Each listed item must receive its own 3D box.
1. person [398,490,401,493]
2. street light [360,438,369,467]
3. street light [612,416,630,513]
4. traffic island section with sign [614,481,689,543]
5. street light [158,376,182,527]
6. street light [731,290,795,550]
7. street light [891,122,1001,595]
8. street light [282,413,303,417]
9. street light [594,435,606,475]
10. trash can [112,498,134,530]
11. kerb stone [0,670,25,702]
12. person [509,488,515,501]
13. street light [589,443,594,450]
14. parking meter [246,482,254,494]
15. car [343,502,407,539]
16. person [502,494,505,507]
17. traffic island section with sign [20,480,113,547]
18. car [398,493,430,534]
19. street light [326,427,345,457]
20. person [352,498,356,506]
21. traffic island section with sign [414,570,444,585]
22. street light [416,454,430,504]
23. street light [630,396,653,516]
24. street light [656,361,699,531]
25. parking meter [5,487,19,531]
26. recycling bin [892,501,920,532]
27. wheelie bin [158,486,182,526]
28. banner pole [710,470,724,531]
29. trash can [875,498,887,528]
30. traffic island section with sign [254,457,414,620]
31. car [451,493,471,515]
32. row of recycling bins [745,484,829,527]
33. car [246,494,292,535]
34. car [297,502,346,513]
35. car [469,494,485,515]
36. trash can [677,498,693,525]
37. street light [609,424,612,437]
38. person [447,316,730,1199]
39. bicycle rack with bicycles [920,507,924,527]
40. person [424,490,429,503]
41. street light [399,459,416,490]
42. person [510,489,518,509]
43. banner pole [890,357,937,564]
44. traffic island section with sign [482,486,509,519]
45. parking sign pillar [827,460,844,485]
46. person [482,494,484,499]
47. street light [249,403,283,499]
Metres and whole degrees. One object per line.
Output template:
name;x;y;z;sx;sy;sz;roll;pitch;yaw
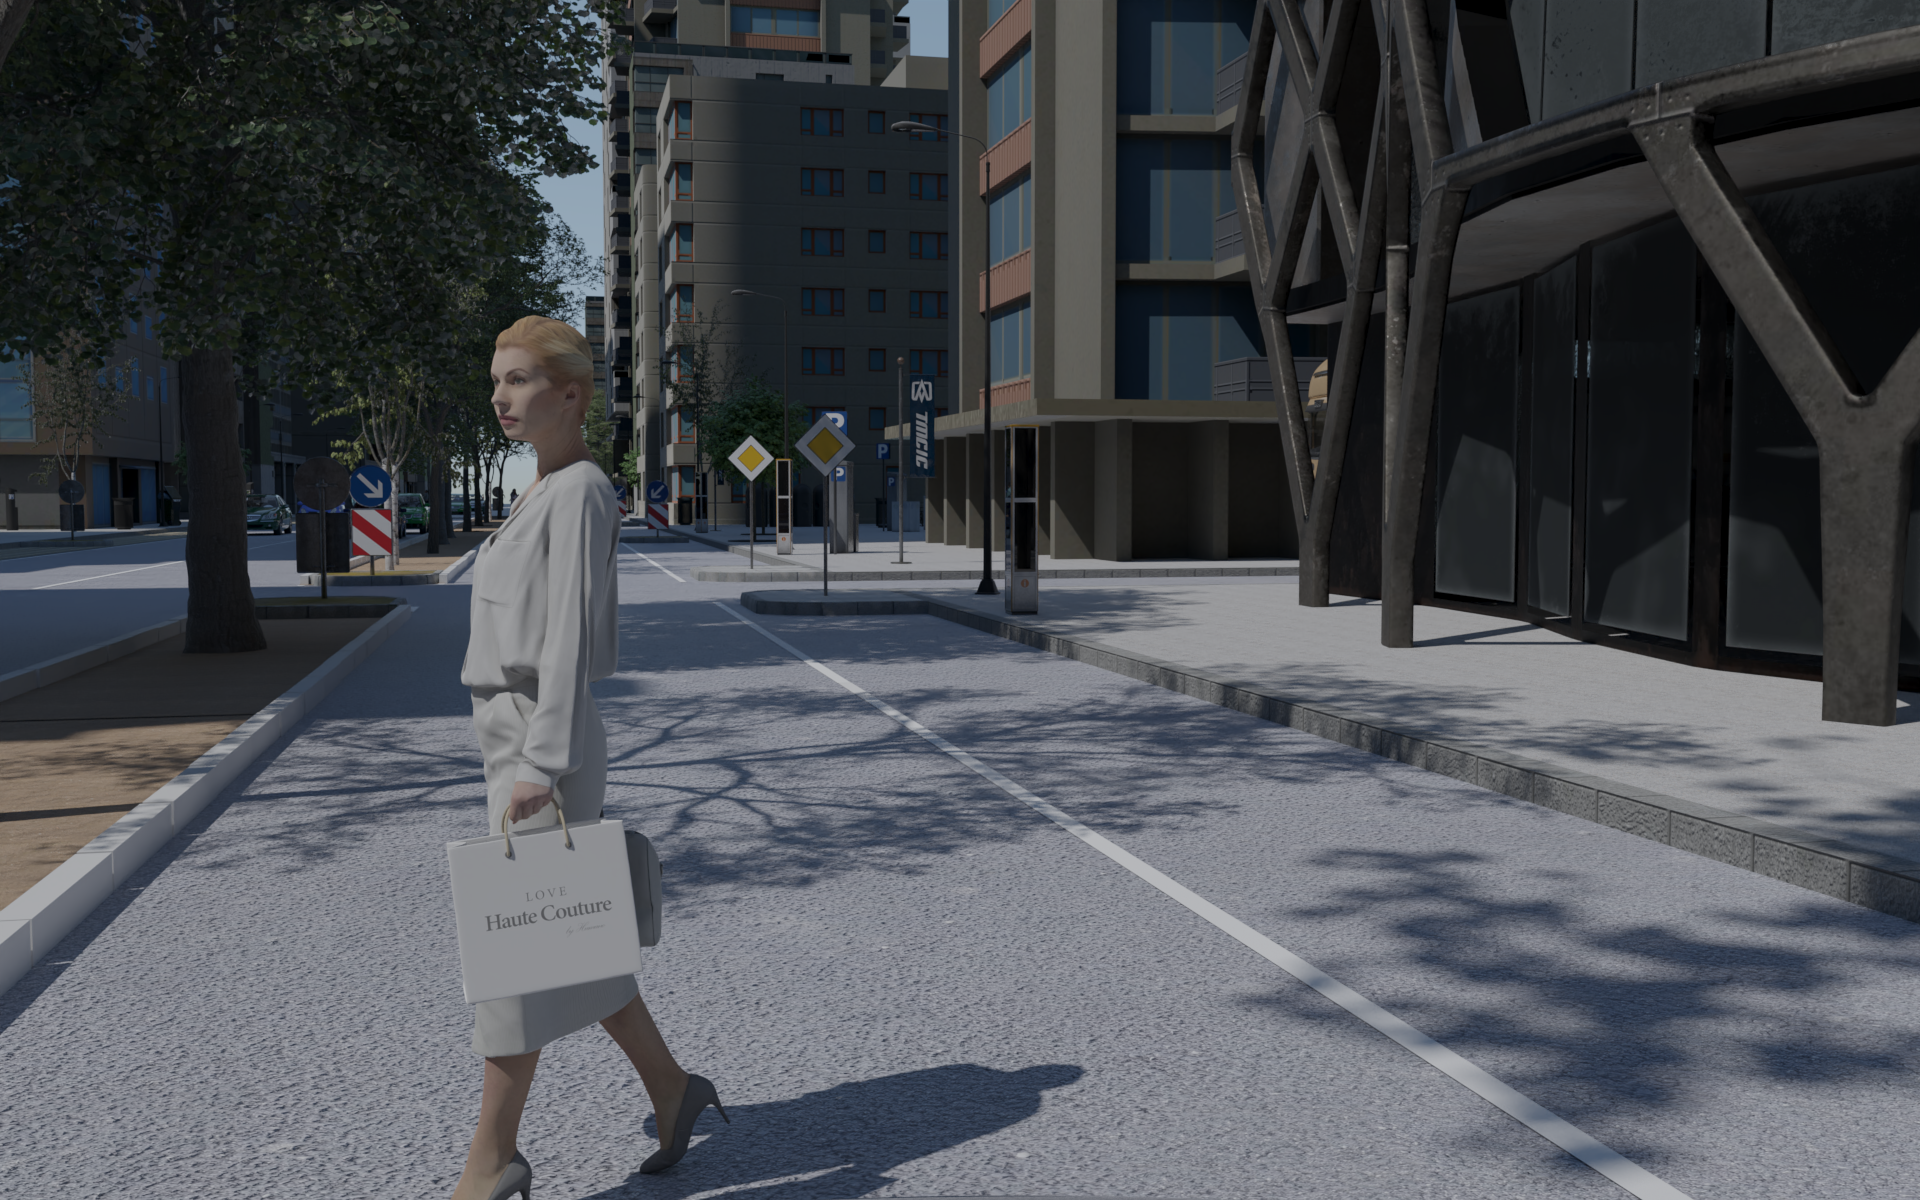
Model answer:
person;-41.877;-7.361;129.644;1.217;1.735;0.721;3;4;36
street light;-48.571;-10.365;142.009;1.470;5.913;1.316;-1;4;-13
street light;-19.671;-7.964;102.759;1.470;5.913;1.316;-1;4;-13
traffic island section with sign;-9.136;-2.620;51.458;1.989;1.847;2.006;-1;4;-13
street light;-30.691;-5.826;67.800;1.470;5.913;1.316;-1;4;-13
street light;-4.515;-4.107;39.684;1.470;5.913;1.316;-1;4;-13
street light;-0.175;-3.019;21.899;1.470;5.913;1.316;-1;4;-13
street light;-38.495;-7.780;99.740;1.470;5.913;1.316;-1;4;-13
street light;-27.580;-9.962;135.415;1.470;5.913;1.316;-1;4;-13
trash can;-30.114;-3.102;62.368;0.748;1.137;0.748;0;3;0
kerb stone;-6.711;0.614;12.195;0.120;0.150;1.000;-1;4;-13
person;-31.087;-6.870;120.765;0.705;1.831;1.348;-3;4;-37
street light;-32.537;-11.240;156.312;1.470;5.913;1.316;-1;4;-13
parking meter;-35.090;-4.886;85.599;0.255;1.863;0.399;0;4;4
car;-19.049;-2.687;56.514;1.945;1.354;3.894;-1;4;-15
person;-52.529;-11.573;198.534;0.721;1.723;1.217;2;4;26
traffic island section with sign;-24.360;-2.369;47.353;1.989;1.847;2.006;-1;4;-13
car;-20.281;-3.318;63.049;1.959;1.807;4.718;-1;4;-15
street light;-43.489;-9.057;120.628;1.470;5.913;1.316;-1;4;-13
person;-22.779;-3.490;65.426;0.748;1.841;0.638;-3;5;-44
traffic island section with sign;-9.403;-1.207;27.868;2.006;1.907;1.989;-1;4;-13
street light;-63.045;-14.062;202.459;1.470;5.913;1.316;-1;4;-13
street light;-14.711;-6.686;81.862;1.470;5.913;1.316;-1;4;-13
street light;-9.704;-5.381;60.526;1.470;5.913;1.316;-1;4;-13
parking meter;-33.346;-3.211;60.914;0.372;1.533;0.369;0;3;0
recycling bin;-1.841;-2.833;58.867;0.722;1.027;0.722;2;4;29
wheelie bin;-31.770;-3.772;69.586;0.693;1.594;0.980;0;4;8
banner pole;-8.337;-4.265;59.749;0.401;3.779;0.863;-3;4;-37
trash can;-2.895;-3.313;65.824;0.748;1.137;0.748;0;3;0
traffic island section with sign;-7.683;-0.766;20.663;2.006;1.907;1.989;-1;4;-13
car;-30.338;-5.821;103.972;1.959;1.807;4.718;-1;4;-13
row of recycling bins;-6.606;-3.705;67.684;3.534;1.692;1.069;-1;4;-20
car;-24.840;-3.033;61.390;2.131;1.459;4.920;-1;4;-14
car;-27.481;-3.978;74.637;1.945;1.707;3.694;-1;4;-15
car;-34.450;-6.765;122.402;2.131;1.459;4.920;-1;4;-15
trash can;-11.364;-3.667;71.602;0.748;1.137;0.748;0;3;0
street light;-22.470;-8.686;114.555;1.470;5.913;1.316;-1;4;-13
person;-0.772;0.331;3.443;0.624;1.780;0.694;-1;4;-10
bicycle rack with bicycles;-1.558;-3.427;69.418;2.925;0.926;2.852;-3;4;-38
person;-39.105;-7.181;126.699;0.721;1.735;1.217;-2;4;-26
street light;-57.994;-12.746;180.936;1.470;5.913;1.316;-1;4;-13
person;-26.701;-5.787;103.779;0.621;1.740;0.551;1;4;20
banner pole;-0.855;-2.559;31.853;0.863;3.779;0.401;0;4;-8
traffic island section with sign;-26.959;-5.676;100.935;2.006;1.907;1.989;-1;4;-13
parking sign pillar;-5.087;-5.028;70.673;1.447;3.967;1.447;1;4;8
person;-51.335;-10.678;186.352;0.557;1.426;1.065;0;4;-4
street light;-35.740;-7.103;88.675;1.470;5.913;1.316;-1;4;-13
